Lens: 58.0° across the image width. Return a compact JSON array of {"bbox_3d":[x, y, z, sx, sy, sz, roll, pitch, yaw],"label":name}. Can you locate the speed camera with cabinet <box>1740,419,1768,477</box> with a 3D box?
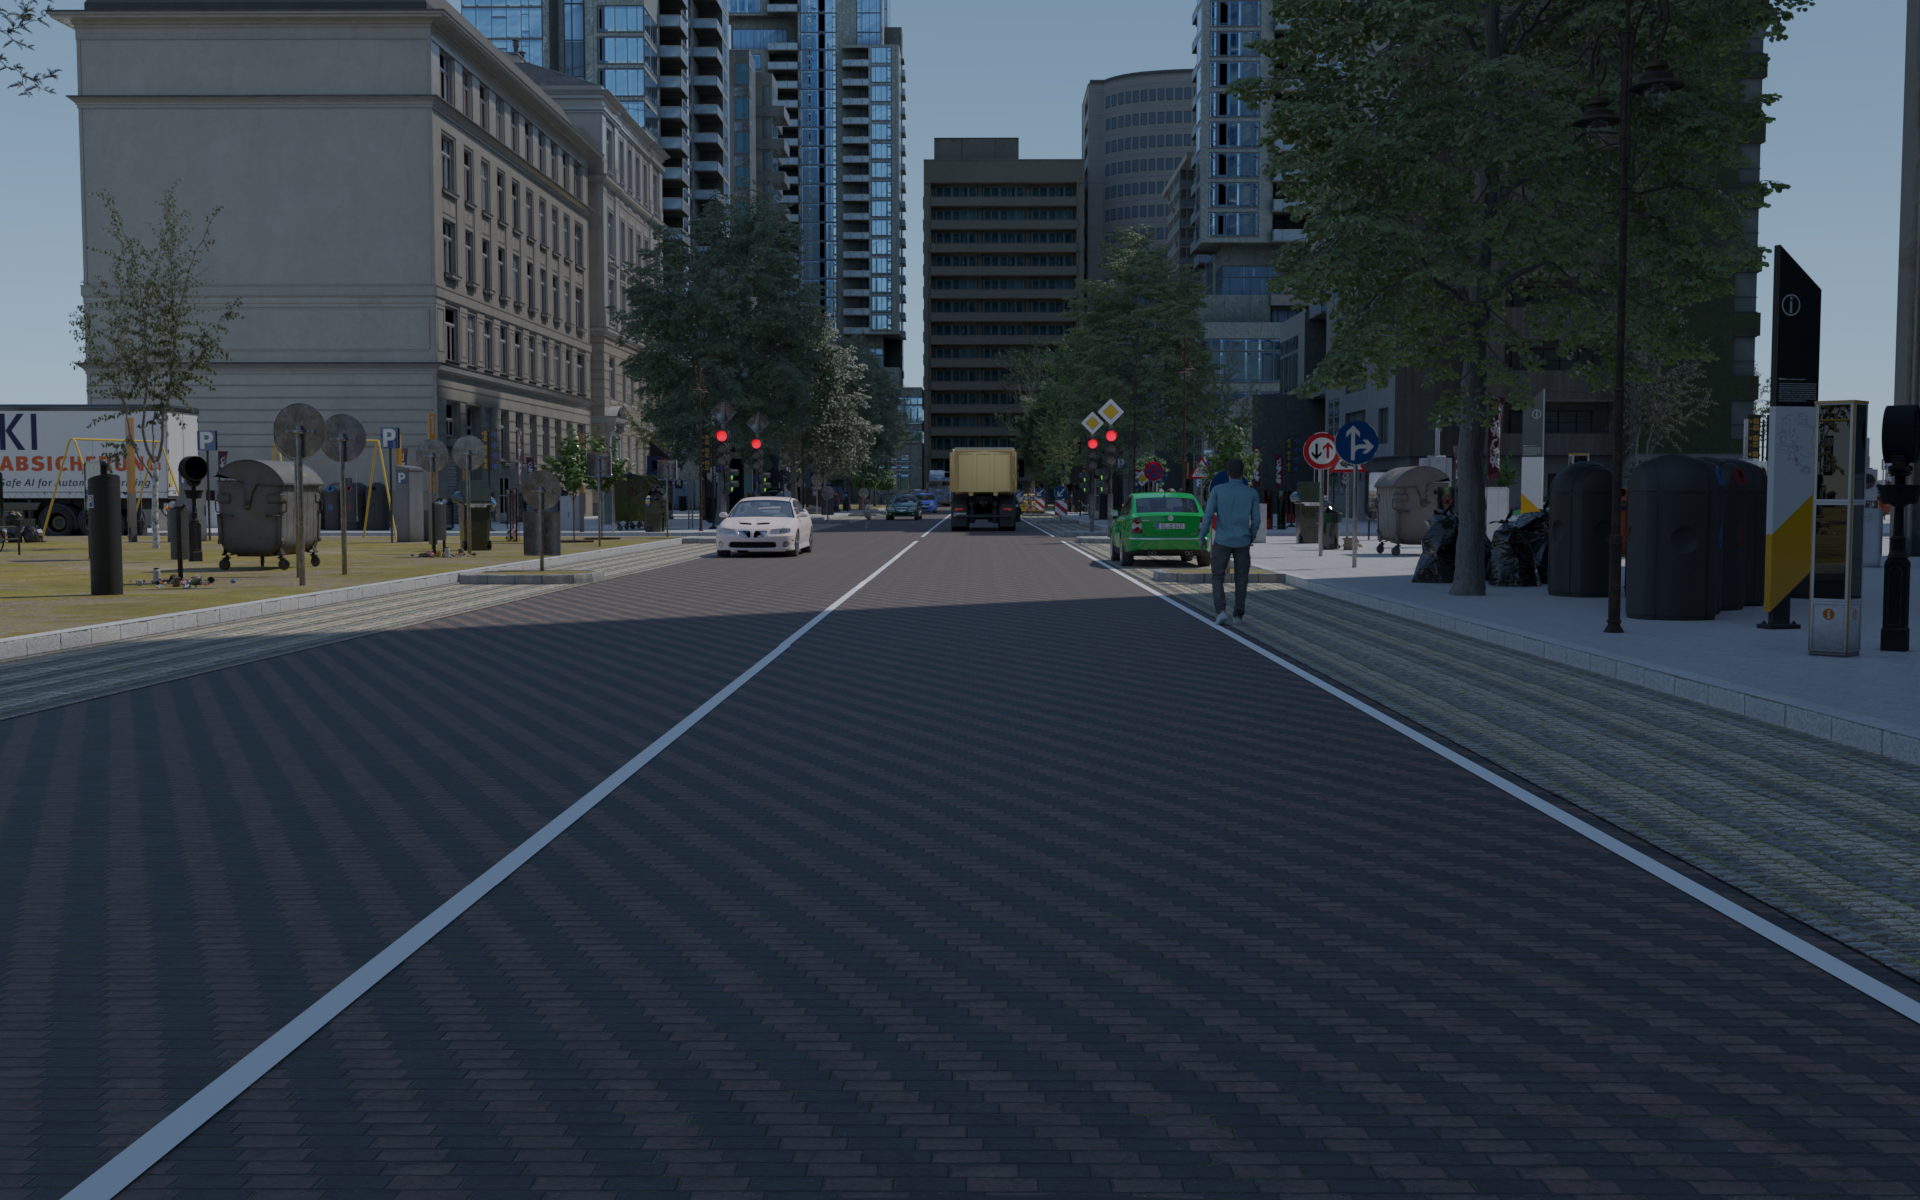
[{"bbox_3d":[20.330,-3.103,45.071,2.038,3.252,0.660,-3,5,-44],"label":"speed camera with cabinet"}]

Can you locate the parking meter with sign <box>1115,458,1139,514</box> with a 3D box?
[{"bbox_3d":[8.206,-5.316,83.177,0.543,3.016,1.738,-2,4,-33],"label":"parking meter with sign"}]

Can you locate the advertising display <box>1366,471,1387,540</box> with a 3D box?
[{"bbox_3d":[11.878,-2.645,48.461,0.974,1.923,0.123,0,4,3],"label":"advertising display"}]

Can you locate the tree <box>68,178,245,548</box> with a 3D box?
[{"bbox_3d":[-19.067,-5.536,40.868,4.360,8.622,3.978,0,3,0],"label":"tree"}]

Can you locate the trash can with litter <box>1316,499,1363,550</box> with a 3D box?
[{"bbox_3d":[8.738,-1.742,39.862,1.055,1.170,0.624,2,4,28],"label":"trash can with litter"}]

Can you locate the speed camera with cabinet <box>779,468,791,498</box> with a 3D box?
[{"bbox_3d":[-13.032,-8.008,125.260,0.660,3.252,2.038,2,4,32],"label":"speed camera with cabinet"}]

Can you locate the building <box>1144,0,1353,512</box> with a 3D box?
[{"bbox_3d":[29.641,-51.667,157.419,22.319,86.520,31.000,0,4,1],"label":"building"}]

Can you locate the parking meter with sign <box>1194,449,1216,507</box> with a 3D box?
[{"bbox_3d":[9.279,-4.300,66.572,0.543,3.016,1.738,2,4,26],"label":"parking meter with sign"}]

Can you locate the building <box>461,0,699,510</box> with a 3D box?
[{"bbox_3d":[-30.778,-51.133,148.697,22.319,86.520,31.000,0,4,1],"label":"building"}]

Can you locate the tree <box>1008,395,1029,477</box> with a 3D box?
[{"bbox_3d":[8.704,-15.631,173.699,7.486,12.596,7.792,0,3,0],"label":"tree"}]

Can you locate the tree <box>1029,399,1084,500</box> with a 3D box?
[{"bbox_3d":[7.369,-10.785,126.698,4.737,8.622,4.395,0,3,0],"label":"tree"}]

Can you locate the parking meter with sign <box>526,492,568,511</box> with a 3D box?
[{"bbox_3d":[-16.413,-4.446,68.954,1.738,3.016,0.543,1,4,10],"label":"parking meter with sign"}]

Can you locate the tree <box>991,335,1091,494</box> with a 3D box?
[{"bbox_3d":[9.634,-21.322,204.508,12.611,20.169,13.585,0,3,0],"label":"tree"}]

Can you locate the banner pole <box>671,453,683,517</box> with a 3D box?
[{"bbox_3d":[-15.893,-6.540,96.939,0.863,3.779,0.401,-2,4,-28],"label":"banner pole"}]

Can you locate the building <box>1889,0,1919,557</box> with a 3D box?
[{"bbox_3d":[29.975,-24.493,24.159,21.300,48.544,21.600,0,4,1],"label":"building"}]

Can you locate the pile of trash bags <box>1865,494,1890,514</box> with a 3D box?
[{"bbox_3d":[36.890,-3.747,71.009,3.447,1.369,1.912,-2,4,-24],"label":"pile of trash bags"}]

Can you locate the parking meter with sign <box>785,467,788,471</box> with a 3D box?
[{"bbox_3d":[-10.927,-6.907,109.196,0.543,3.016,1.738,1,4,8],"label":"parking meter with sign"}]

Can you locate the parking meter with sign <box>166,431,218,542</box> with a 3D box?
[{"bbox_3d":[-20.748,-3.088,46.743,0.543,3.016,1.738,0,4,8],"label":"parking meter with sign"}]

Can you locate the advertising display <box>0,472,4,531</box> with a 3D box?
[{"bbox_3d":[-28.285,-2.772,50.538,0.974,1.923,0.123,2,4,26],"label":"advertising display"}]

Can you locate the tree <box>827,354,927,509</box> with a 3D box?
[{"bbox_3d":[-8.449,-14.699,150.694,12.009,13.543,11.850,0,3,0],"label":"tree"}]

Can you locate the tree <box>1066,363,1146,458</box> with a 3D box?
[{"bbox_3d":[8.035,-8.877,95.499,4.360,8.622,3.978,0,3,0],"label":"tree"}]

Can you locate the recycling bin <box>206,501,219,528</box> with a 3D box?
[{"bbox_3d":[-28.200,-3.247,65.636,0.722,1.027,0.722,0,4,4],"label":"recycling bin"}]

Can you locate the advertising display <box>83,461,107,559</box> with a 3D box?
[{"bbox_3d":[-16.815,-1.743,33.718,0.123,1.923,0.974,-3,5,-44],"label":"advertising display"}]

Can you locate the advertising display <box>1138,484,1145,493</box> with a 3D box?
[{"bbox_3d":[9.403,-5.207,90.341,0.123,1.923,0.974,-1,4,-22],"label":"advertising display"}]

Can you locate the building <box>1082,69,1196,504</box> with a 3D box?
[{"bbox_3d":[31.247,-42.561,237.873,28.212,58.520,21.231,0,4,1],"label":"building"}]

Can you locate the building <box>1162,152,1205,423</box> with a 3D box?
[{"bbox_3d":[35.266,-30.258,186.604,32.217,40.220,23.993,0,4,1],"label":"building"}]

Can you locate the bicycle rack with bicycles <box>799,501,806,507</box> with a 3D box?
[{"bbox_3d":[-12.371,-7.219,131.413,2.925,0.926,2.852,-3,5,-44],"label":"bicycle rack with bicycles"}]

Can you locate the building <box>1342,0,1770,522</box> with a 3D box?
[{"bbox_3d":[24.915,-18.564,75.217,14.107,30.474,14.160,0,4,1],"label":"building"}]

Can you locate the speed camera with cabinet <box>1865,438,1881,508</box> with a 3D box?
[{"bbox_3d":[31.140,-4.075,60.963,2.038,3.252,0.660,2,4,27],"label":"speed camera with cabinet"}]

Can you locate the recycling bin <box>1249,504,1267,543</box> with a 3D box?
[{"bbox_3d":[7.657,-2.021,45.593,0.722,1.027,0.722,0,4,1],"label":"recycling bin"}]

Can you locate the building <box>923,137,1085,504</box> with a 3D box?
[{"bbox_3d":[5.835,-37.590,238.290,21.600,48.544,21.300,0,4,1],"label":"building"}]

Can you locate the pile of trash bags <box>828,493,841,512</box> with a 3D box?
[{"bbox_3d":[-9.431,-7.023,124.574,1.912,1.369,3.447,1,4,18],"label":"pile of trash bags"}]

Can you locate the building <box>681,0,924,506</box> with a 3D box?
[{"bbox_3d":[-20.457,-56.599,238.072,31.000,86.520,22.319,0,4,1],"label":"building"}]

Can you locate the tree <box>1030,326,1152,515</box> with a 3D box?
[{"bbox_3d":[8.154,-11.041,106.272,9.928,11.665,9.643,0,3,0],"label":"tree"}]

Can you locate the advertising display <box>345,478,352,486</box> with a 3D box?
[{"bbox_3d":[-24.534,-3.927,69.427,0.123,1.923,0.974,0,4,-5],"label":"advertising display"}]

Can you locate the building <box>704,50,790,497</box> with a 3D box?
[{"bbox_3d":[-34.105,-34.741,187.628,30.456,49.044,23.786,0,4,1],"label":"building"}]

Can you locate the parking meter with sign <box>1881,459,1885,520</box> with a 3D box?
[{"bbox_3d":[46.394,-5.457,85.481,1.738,3.016,0.543,-1,4,-12],"label":"parking meter with sign"}]

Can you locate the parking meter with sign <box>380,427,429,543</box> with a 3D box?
[{"bbox_3d":[-14.629,-3.049,46.114,0.543,3.016,1.738,1,4,19],"label":"parking meter with sign"}]

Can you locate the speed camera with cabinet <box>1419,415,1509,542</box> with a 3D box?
[{"bbox_3d":[12.178,-2.908,41.876,2.038,3.252,0.660,0,4,2],"label":"speed camera with cabinet"}]

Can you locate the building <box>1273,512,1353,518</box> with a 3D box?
[{"bbox_3d":[29.986,-48.428,104.461,22.319,86.520,31.000,0,4,1],"label":"building"}]

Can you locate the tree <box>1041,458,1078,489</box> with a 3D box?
[{"bbox_3d":[8.195,-9.537,139.640,4.285,4.588,4.351,0,3,0],"label":"tree"}]

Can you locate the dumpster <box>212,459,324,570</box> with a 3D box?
[{"bbox_3d":[-11.893,-1.472,29.827,1.264,1.857,1.865,0,4,1],"label":"dumpster"}]

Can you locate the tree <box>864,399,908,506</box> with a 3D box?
[{"bbox_3d":[-9.001,-15.488,178.986,9.928,11.665,9.643,0,3,0],"label":"tree"}]

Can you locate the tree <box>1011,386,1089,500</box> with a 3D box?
[{"bbox_3d":[8.280,-13.177,149.861,7.601,10.594,8.767,1,4,23],"label":"tree"}]

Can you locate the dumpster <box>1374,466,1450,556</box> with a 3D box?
[{"bbox_3d":[9.565,-1.886,36.592,1.264,1.857,1.865,0,4,1],"label":"dumpster"}]

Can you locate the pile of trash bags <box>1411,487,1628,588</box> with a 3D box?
[{"bbox_3d":[8.101,-0.908,24.591,1.912,1.369,3.447,-3,4,-39],"label":"pile of trash bags"}]

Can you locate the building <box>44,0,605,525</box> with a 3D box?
[{"bbox_3d":[-28.584,-15.399,85.050,16.112,22.955,30.059,0,4,1],"label":"building"}]

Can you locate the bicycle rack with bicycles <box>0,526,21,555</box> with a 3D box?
[{"bbox_3d":[-20.811,-1.344,35.350,2.852,0.926,2.925,0,4,4],"label":"bicycle rack with bicycles"}]

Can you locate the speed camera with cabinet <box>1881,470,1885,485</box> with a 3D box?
[{"bbox_3d":[60.378,-7.362,114.706,0.660,3.252,2.038,-2,4,-23],"label":"speed camera with cabinet"}]

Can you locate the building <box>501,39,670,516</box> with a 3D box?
[{"bbox_3d":[-26.702,-19.816,109.899,13.634,28.700,20.117,0,4,1],"label":"building"}]

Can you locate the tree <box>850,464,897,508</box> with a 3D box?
[{"bbox_3d":[-8.937,-10.896,161.866,4.285,4.588,4.351,0,3,0],"label":"tree"}]

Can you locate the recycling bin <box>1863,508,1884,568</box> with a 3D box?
[{"bbox_3d":[15.883,-1.104,30.611,0.722,1.027,0.722,2,4,31],"label":"recycling bin"}]
